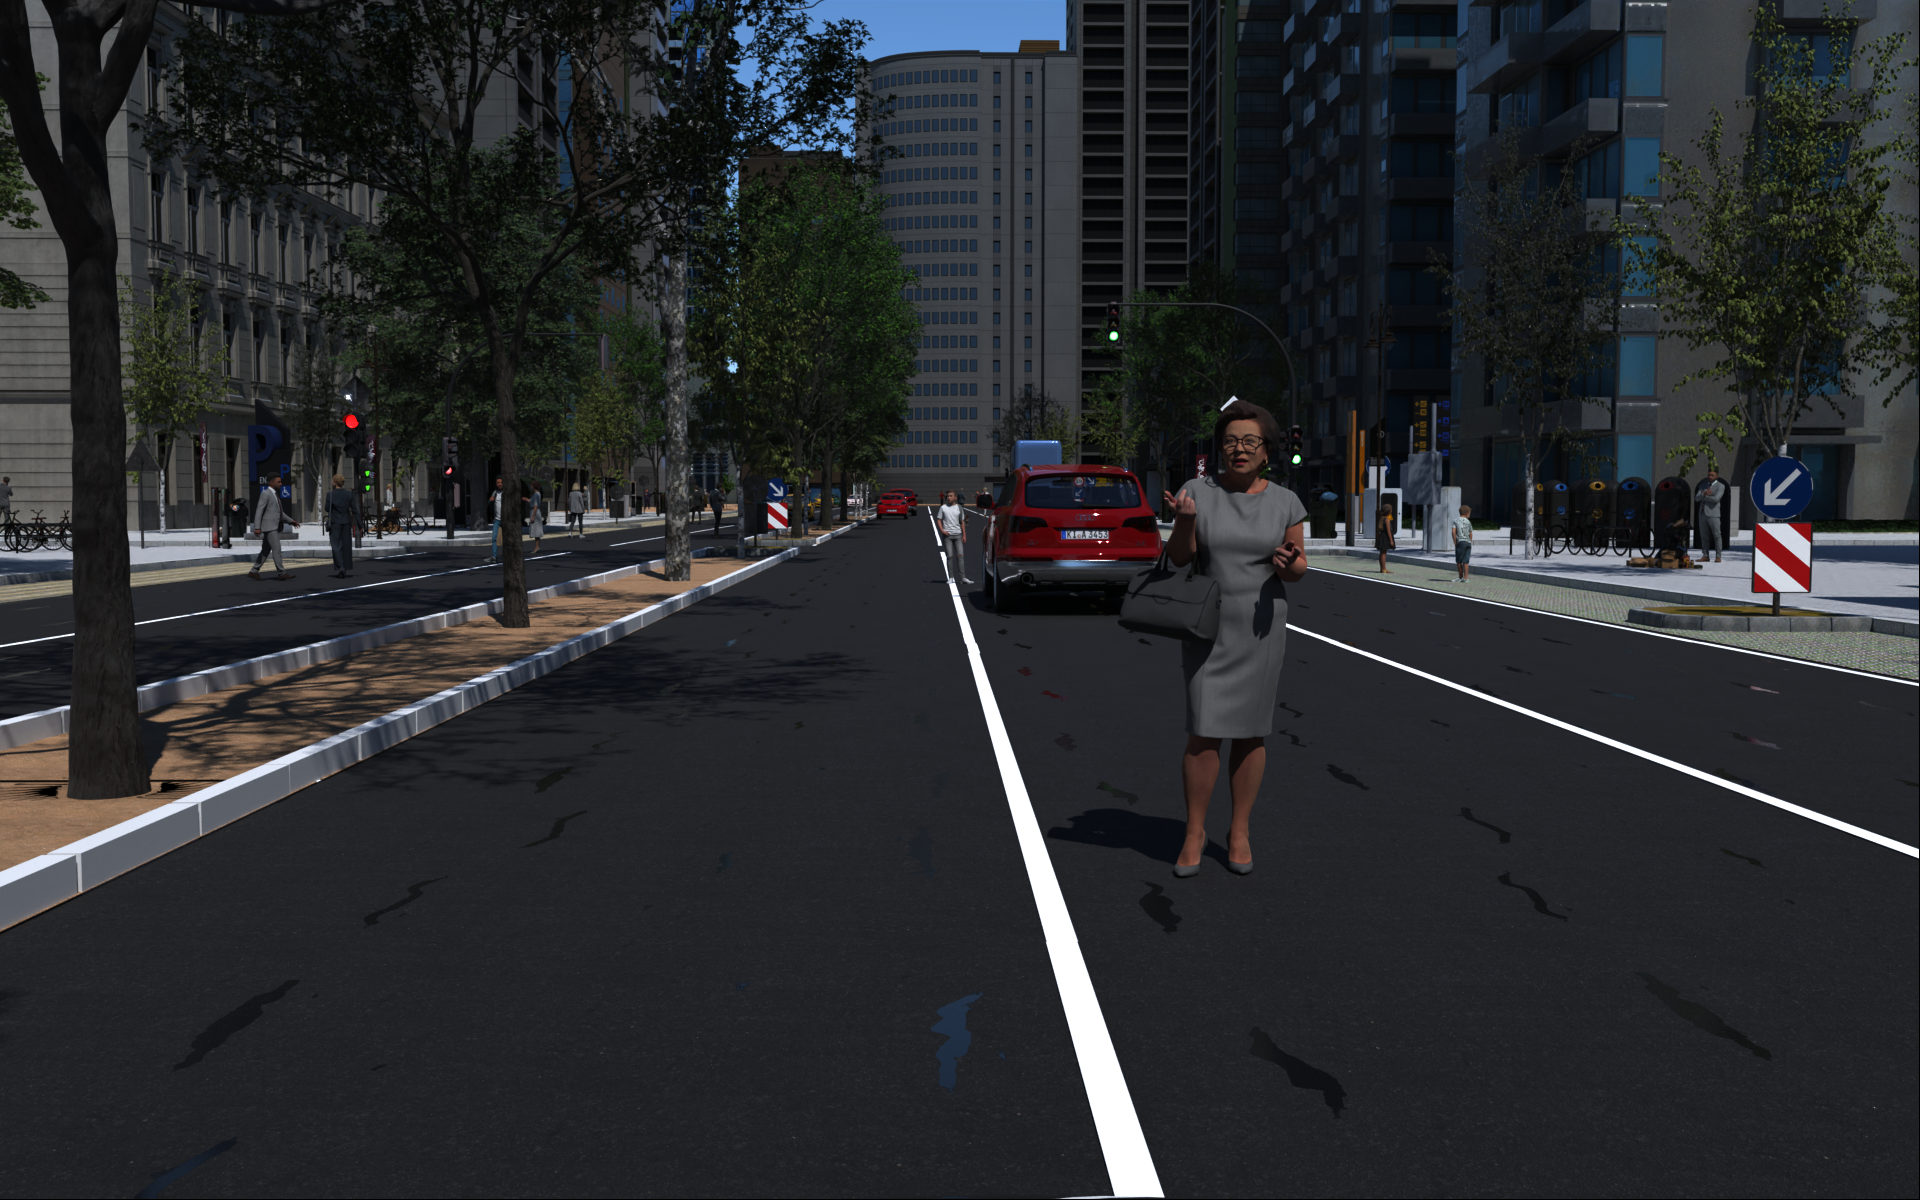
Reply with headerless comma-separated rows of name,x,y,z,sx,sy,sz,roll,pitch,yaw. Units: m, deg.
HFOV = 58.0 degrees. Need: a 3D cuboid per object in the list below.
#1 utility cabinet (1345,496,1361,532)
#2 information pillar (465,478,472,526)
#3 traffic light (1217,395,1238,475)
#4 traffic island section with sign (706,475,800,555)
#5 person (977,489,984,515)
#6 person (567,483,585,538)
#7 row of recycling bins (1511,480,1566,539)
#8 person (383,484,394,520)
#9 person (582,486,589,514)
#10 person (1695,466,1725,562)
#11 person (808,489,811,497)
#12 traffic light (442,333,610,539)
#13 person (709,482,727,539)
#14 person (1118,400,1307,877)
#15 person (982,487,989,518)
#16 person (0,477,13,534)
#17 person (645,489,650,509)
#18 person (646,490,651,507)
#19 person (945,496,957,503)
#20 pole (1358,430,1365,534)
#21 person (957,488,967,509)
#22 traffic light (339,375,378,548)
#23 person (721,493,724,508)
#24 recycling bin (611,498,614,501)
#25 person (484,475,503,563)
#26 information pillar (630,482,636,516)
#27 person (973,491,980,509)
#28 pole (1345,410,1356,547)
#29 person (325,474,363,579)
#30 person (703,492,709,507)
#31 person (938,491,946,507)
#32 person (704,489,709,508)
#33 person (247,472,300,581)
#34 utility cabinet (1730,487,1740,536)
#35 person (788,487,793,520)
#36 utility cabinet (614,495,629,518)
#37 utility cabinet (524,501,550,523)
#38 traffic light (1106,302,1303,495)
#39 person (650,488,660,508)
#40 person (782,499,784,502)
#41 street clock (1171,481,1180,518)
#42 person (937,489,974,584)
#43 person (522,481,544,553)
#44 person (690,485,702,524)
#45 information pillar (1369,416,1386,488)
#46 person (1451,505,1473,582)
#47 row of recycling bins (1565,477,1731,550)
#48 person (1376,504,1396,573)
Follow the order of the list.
utility cabinet,13.260,-2.885,58.332,0.306,1.237,1.020,2,4,28
information pillar,-19.467,-3.940,68.918,0.304,2.012,0.304,1,4,23
traffic light,7.757,-3.697,49.362,0.839,4.253,0.868,0,4,-1
traffic island section with sign,-4.968,-2.039,41.468,2.006,1.907,1.989,0,4,-1
person,1.496,-6.764,119.365,0.520,1.790,0.573,-3,5,-43
person,-12.642,-2.940,56.754,0.709,1.800,0.728,1,4,23
row of recycling bins,17.757,-2.663,50.651,3.534,1.692,1.069,-1,4,-14
person,-27.988,-4.797,84.834,0.624,1.780,0.694,0,4,-6
person,-24.088,-6.419,111.175,0.526,1.800,0.537,-2,4,-24
person,14.106,-1.615,32.627,0.511,1.800,0.466,3,5,42
person,-10.778,-6.952,122.501,0.444,1.785,0.601,1,4,16
traffic light,-12.310,-4.545,48.971,4.771,5.953,1.251,0,4,-1
person,-7.794,-2.880,55.776,0.473,1.802,0.592,-2,4,-28
person,0.951,0.145,6.483,0.716,1.782,0.532,0,4,2
person,1.535,-5.924,105.229,0.514,1.842,0.818,1,4,20
person,-31.000,-3.070,56.051,0.655,1.846,0.447,-1,4,-20
person,-26.133,-8.409,144.451,0.541,1.710,0.530,0,4,2
person,-30.091,-9.794,167.089,0.541,1.710,0.530,0,4,-7
person,-0.703,-7.493,131.527,1.217,1.766,0.721,3,5,44
pole,12.840,-3.763,55.369,0.158,3.312,0.155,0,3,0
person,0.146,-6.271,111.214,0.661,1.801,0.590,3,4,38
traffic light,-14.236,-3.180,40.910,0.839,4.253,0.868,0,4,-1
person,-21.184,-9.002,153.777,0.434,1.755,0.990,-3,5,-42
recycling bin,-21.215,-5.809,107.527,0.722,1.027,0.722,0,4,5
person,-9.359,-1.653,35.512,0.794,1.824,0.713,3,5,41
information pillar,-19.465,-6.031,103.094,0.304,2.012,0.304,-1,4,-17
person,1.584,-9.430,163.212,0.750,1.759,0.617,-3,5,-39
pole,9.560,-2.968,42.364,0.158,3.312,0.155,0,3,0
person,-10.526,-1.261,29.538,0.534,1.772,0.576,2,4,32
person,-25.193,-10.064,171.296,1.217,1.736,0.721,-1,4,-8
person,-2.007,-11.395,194.746,0.705,1.831,1.348,3,5,41
person,-23.844,-9.536,162.689,0.721,1.736,1.217,1,4,18
person,-11.389,-1.214,28.630,0.850,1.792,0.678,0,4,-2
utility cabinet,22.735,-2.649,51.988,1.173,1.500,0.318,1,4,22
person,-9.215,-5.246,94.289,0.388,1.821,0.555,2,4,28
utility cabinet,-17.986,-4.943,91.979,1.020,1.237,0.306,3,5,42
utility cabinet,-18.440,-4.071,75.240,1.173,1.500,0.318,-3,4,-36
traffic light,5.831,-4.069,41.194,4.771,5.953,1.251,0,4,-1
person,-28.432,-9.566,162.073,1.348,1.869,0.705,0,4,-3
person,-14.984,-8.420,146.854,1.217,1.739,0.721,1,4,9
street clock,11.618,-5.428,93.316,0.471,2.002,0.358,3,5,42
person,-0.079,-1.009,27.598,0.503,1.515,0.523,-3,5,-43
person,-10.372,-2.014,42.003,0.524,1.755,0.480,0,4,-7
person,-12.569,-4.531,82.351,0.659,1.850,0.755,-3,5,-42
information pillar,12.508,-3.704,51.907,0.504,3.616,0.183,0,4,1
person,8.093,-0.903,27.951,0.332,1.250,0.352,2,4,31
row of recycling bins,16.405,-2.080,41.116,3.534,1.692,1.069,2,4,34
person,7.704,-1.107,31.271,0.373,1.253,0.362,0,4,-1
